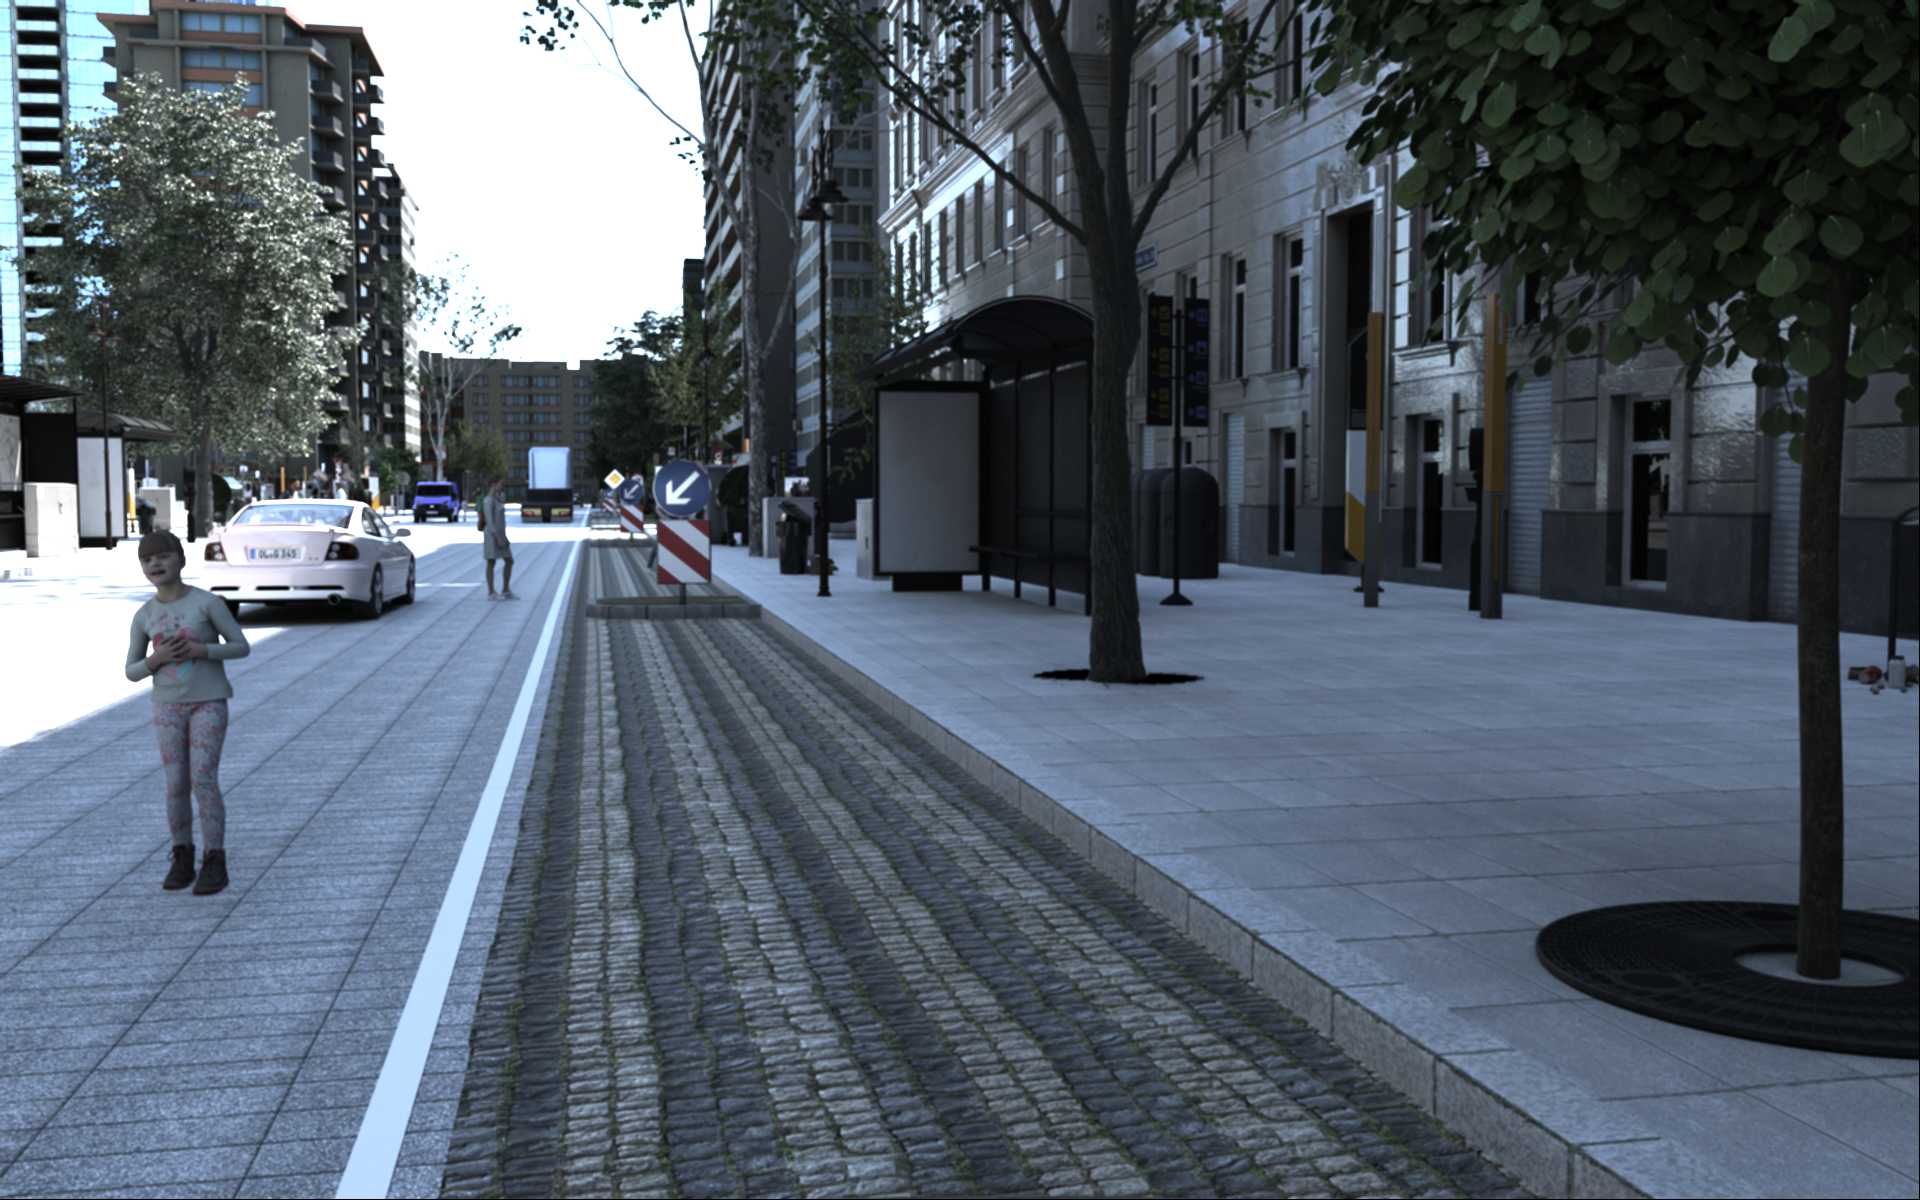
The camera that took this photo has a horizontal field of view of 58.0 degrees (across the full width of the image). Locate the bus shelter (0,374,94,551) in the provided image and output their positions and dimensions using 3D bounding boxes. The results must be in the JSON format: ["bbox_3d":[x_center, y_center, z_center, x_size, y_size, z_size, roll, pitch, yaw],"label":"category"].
[{"bbox_3d":[-20.156,-2.786,36.830,1.731,3.624,6.357,-1,4,-12],"label":"bus shelter"}]

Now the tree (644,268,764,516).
[{"bbox_3d":[-8.371,-6.515,56.888,4.737,8.622,4.395,0,3,0],"label":"tree"}]

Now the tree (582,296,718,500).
[{"bbox_3d":[-20.081,-12.601,112.685,9.857,13.997,8.962,0,3,0],"label":"tree"}]

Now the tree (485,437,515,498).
[{"bbox_3d":[-56.583,-15.993,211.855,4.360,8.622,3.978,0,3,0],"label":"tree"}]

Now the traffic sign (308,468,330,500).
[{"bbox_3d":[-24.706,-3.864,66.812,0.795,2.450,0.064,-1,4,-12],"label":"traffic sign"}]

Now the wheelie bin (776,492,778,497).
[{"bbox_3d":[-12.210,-6.404,112.619,0.980,1.594,0.693,-2,4,-30],"label":"wheelie bin"}]

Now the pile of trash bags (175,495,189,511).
[{"bbox_3d":[-60.508,-7.693,135.531,1.912,1.369,3.447,2,4,23],"label":"pile of trash bags"}]

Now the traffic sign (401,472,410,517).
[{"bbox_3d":[-31.571,-6.005,98.281,0.768,2.556,0.104,-1,4,-10],"label":"traffic sign"}]

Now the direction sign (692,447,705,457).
[{"bbox_3d":[-12.759,-5.638,84.171,0.876,3.537,0.379,2,4,27],"label":"direction sign"}]

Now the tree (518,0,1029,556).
[{"bbox_3d":[-4.804,-10.880,33.779,12.611,20.169,13.585,0,3,0],"label":"tree"}]

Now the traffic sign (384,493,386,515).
[{"bbox_3d":[-35.609,-6.549,107.184,0.768,2.556,0.104,0,4,-6],"label":"traffic sign"}]

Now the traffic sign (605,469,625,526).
[{"bbox_3d":[-13.750,-4.004,69.103,0.795,2.450,0.064,-1,4,-12],"label":"traffic sign"}]

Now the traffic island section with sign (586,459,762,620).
[{"bbox_3d":[-3.447,-0.734,20.631,1.989,1.847,2.006,-1,4,-12],"label":"traffic island section with sign"}]

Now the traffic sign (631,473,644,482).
[{"bbox_3d":[-19.244,-6.317,103.386,0.768,2.556,0.104,0,4,-6],"label":"traffic sign"}]

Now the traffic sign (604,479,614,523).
[{"bbox_3d":[-15.405,-4.482,76.915,0.795,2.450,0.064,-1,4,-12],"label":"traffic sign"}]

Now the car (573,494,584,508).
[{"bbox_3d":[-41.335,-10.632,185.624,2.131,1.459,4.920,-1,4,-11],"label":"car"}]

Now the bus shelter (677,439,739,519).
[{"bbox_3d":[-9.661,-4.425,66.276,2.014,3.302,5.546,-1,4,-12],"label":"bus shelter"}]

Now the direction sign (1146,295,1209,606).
[{"bbox_3d":[2.512,-1.713,20.000,0.876,3.537,0.379,-2,4,-31],"label":"direction sign"}]

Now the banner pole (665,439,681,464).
[{"bbox_3d":[-12.785,-5.354,77.562,0.863,3.779,0.401,-1,4,-14],"label":"banner pole"}]

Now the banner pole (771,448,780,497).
[{"bbox_3d":[-10.027,-6.385,94.404,0.401,3.779,0.863,2,4,35],"label":"banner pole"}]

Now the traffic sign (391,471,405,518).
[{"bbox_3d":[-30.744,-5.783,94.650,0.768,2.556,0.104,-1,4,-9],"label":"traffic sign"}]

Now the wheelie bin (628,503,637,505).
[{"bbox_3d":[-23.308,-7.063,123.392,0.693,1.594,0.980,2,4,32],"label":"wheelie bin"}]

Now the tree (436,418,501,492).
[{"bbox_3d":[-46.876,-13.009,163.058,4.737,8.622,4.395,0,3,0],"label":"tree"}]

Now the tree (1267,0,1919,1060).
[{"bbox_3d":[2.368,-1.273,4.520,4.285,4.588,4.351,0,3,0],"label":"tree"}]

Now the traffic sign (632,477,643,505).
[{"bbox_3d":[-18.507,-5.953,99.455,0.606,2.300,0.079,0,4,-7],"label":"traffic sign"}]

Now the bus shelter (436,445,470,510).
[{"bbox_3d":[-42.175,-10.185,144.158,2.179,5.291,8.768,-1,4,-12],"label":"bus shelter"}]

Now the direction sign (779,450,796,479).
[{"bbox_3d":[-8.788,-5.894,88.357,0.876,3.537,0.379,-1,4,-18],"label":"direction sign"}]

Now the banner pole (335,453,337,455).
[{"bbox_3d":[-37.750,-7.020,104.799,0.401,3.779,0.863,-1,4,-22],"label":"banner pole"}]

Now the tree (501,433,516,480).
[{"bbox_3d":[-49.940,-14.109,181.038,4.737,8.622,4.395,0,3,0],"label":"tree"}]

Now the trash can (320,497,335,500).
[{"bbox_3d":[-26.926,-3.811,73.961,0.748,1.137,0.748,0,3,0],"label":"trash can"}]

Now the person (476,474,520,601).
[{"bbox_3d":[-6.252,-0.845,23.322,0.522,1.701,0.512,0,4,-1],"label":"person"}]

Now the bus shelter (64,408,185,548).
[{"bbox_3d":[-21.236,-3.045,43.715,2.014,3.302,5.546,-1,4,-12],"label":"bus shelter"}]

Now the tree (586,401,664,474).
[{"bbox_3d":[-31.178,-14.132,165.466,7.601,10.594,8.767,2,4,30],"label":"tree"}]

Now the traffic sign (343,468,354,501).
[{"bbox_3d":[-30.539,-5.263,86.150,0.768,2.556,0.104,0,4,-3],"label":"traffic sign"}]

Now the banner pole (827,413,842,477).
[{"bbox_3d":[-3.879,-3.886,53.560,0.863,3.779,0.401,3,4,36],"label":"banner pole"}]

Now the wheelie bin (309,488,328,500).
[{"bbox_3d":[-31.618,-4.744,85.466,0.693,1.594,0.980,1,4,20],"label":"wheelie bin"}]

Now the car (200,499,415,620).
[{"bbox_3d":[-7.802,-0.529,21.008,2.083,1.381,4.827,-1,4,-10],"label":"car"}]

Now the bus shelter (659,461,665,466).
[{"bbox_3d":[-16.728,-6.537,100.796,2.014,3.302,5.546,-1,4,-12],"label":"bus shelter"}]

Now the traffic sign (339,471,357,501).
[{"bbox_3d":[-26.361,-4.341,74.624,0.795,2.450,0.064,-1,4,-12],"label":"traffic sign"}]

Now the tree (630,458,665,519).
[{"bbox_3d":[-16.109,-5.894,90.972,1.663,3.219,1.824,0,3,0],"label":"tree"}]

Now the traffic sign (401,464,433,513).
[{"bbox_3d":[-37.358,-7.652,118.977,2.265,3.308,0.079,0,4,-5],"label":"traffic sign"}]

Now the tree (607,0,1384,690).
[{"bbox_3d":[1.001,-5.259,11.743,9.928,11.665,9.643,0,3,0],"label":"tree"}]

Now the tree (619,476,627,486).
[{"bbox_3d":[-27.257,-9.049,142.552,1.663,3.219,1.824,0,3,0],"label":"tree"}]

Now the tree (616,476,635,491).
[{"bbox_3d":[-42.066,-16.147,214.357,4.360,8.622,3.978,0,3,0],"label":"tree"}]

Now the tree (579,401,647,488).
[{"bbox_3d":[-38.240,-17.048,195.739,9.611,12.733,9.660,0,3,0],"label":"tree"}]

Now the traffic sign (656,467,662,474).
[{"bbox_3d":[-10.809,-3.737,63.227,0.606,2.300,0.079,-1,4,-10],"label":"traffic sign"}]

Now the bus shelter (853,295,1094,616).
[{"bbox_3d":[0.163,-1.617,20.369,2.014,3.302,5.546,-1,4,-12],"label":"bus shelter"}]

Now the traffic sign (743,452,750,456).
[{"bbox_3d":[-6.484,-3.235,53.005,0.768,2.556,0.104,0,4,-5],"label":"traffic sign"}]

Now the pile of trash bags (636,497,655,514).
[{"bbox_3d":[-19.191,-6.136,110.079,1.912,1.369,3.447,2,4,23],"label":"pile of trash bags"}]
